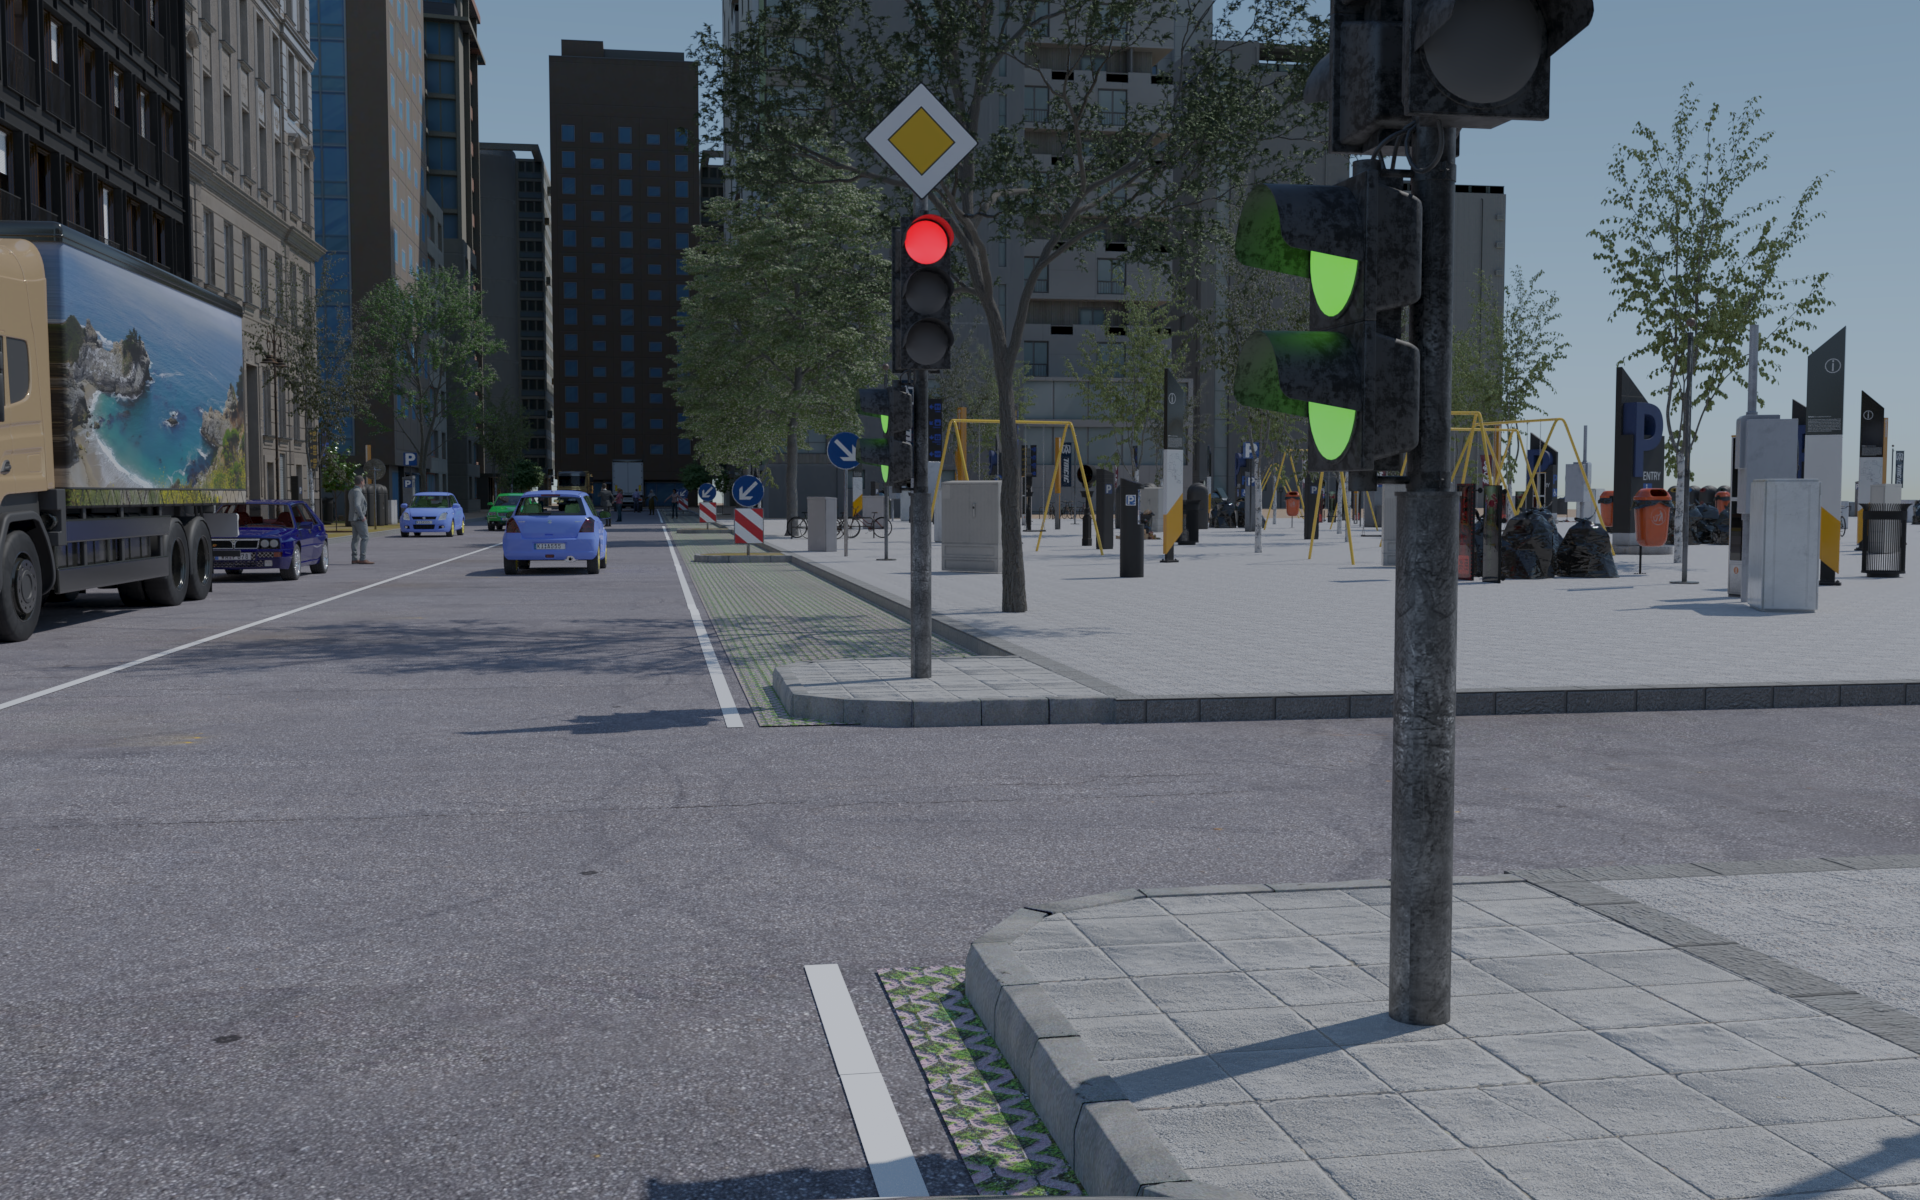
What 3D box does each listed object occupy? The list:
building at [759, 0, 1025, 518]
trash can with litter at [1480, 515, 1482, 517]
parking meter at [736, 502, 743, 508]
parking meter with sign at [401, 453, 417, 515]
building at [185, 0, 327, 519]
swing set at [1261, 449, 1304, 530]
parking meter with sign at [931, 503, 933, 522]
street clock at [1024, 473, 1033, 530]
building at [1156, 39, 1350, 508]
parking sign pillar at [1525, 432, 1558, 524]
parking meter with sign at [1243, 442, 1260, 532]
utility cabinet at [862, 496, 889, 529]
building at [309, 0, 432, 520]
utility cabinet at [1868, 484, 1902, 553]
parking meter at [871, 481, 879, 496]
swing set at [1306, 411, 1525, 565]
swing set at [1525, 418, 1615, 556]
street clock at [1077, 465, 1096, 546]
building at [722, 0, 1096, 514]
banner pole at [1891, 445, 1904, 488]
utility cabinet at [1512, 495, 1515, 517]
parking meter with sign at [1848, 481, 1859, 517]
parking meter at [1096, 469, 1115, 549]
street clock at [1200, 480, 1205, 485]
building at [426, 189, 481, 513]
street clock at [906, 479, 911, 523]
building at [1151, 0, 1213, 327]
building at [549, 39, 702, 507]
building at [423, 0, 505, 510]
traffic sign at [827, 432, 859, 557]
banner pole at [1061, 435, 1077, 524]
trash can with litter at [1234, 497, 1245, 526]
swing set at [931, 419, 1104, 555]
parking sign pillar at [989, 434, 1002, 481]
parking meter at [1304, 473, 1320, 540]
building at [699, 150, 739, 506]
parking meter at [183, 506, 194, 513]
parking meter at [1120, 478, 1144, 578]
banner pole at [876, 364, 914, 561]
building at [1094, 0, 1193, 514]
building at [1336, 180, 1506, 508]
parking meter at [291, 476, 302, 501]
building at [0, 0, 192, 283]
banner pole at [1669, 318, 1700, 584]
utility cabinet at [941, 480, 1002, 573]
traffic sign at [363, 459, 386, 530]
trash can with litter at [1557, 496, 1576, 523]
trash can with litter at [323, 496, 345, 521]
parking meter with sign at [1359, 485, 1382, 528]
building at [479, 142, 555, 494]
[{"bbox_3d":[-4.443,-25.384,98.621,14.154,41.232,14.086,-1,4,-10],"label":"building"},{"bbox_3d":[28.439,-4.959,92.135,2.233,1.210,1.678,2,4,28],"label":"trash can with litter"},{"bbox_3d":[-9.913,-4.441,78.326,0.399,1.863,0.255,-3,5,-41],"label":"parking meter"},{"bbox_3d":[-22.935,-4.632,72.000,0.543,3.016,1.738,-1,4,-11],"label":"parking meter with sign"},{"bbox_3d":[-29.468,-15.886,56.992,12.463,27.353,25.104,-1,4,-10],"label":"building"},{"bbox_3d":[12.580,-3.869,60.878,3.119,2.851,2.862,-1,4,-23],"label":"swing set"},{"bbox_3d":[-1.281,-5.042,78.704,1.738,3.016,0.543,-1,4,-10],"label":"parking meter with sign"},{"bbox_3d":[2.362,-3.371,59.682,0.358,2.002,0.471,0,4,7],"label":"street clock"},{"bbox_3d":[26.848,-29.186,160.791,14.086,41.232,14.154,-1,4,-10],"label":"building"},{"bbox_3d":[25.252,-5.303,75.170,1.447,3.967,1.447,-3,5,-40],"label":"parking sign pillar"},{"bbox_3d":[9.990,-3.843,59.094,0.543,3.016,1.738,1,4,14],"label":"parking meter with sign"},{"bbox_3d":[-3.087,-3.193,63.375,1.020,1.237,0.306,3,4,37],"label":"utility cabinet"},{"bbox_3d":[-35.530,-26.835,88.856,14.600,45.320,14.200,-1,4,-10],"label":"building"},{"bbox_3d":[19.966,-1.757,37.402,0.318,1.500,1.173,3,5,44],"label":"utility cabinet"},{"bbox_3d":[-3.928,-4.539,79.925,0.255,1.863,0.399,2,4,29],"label":"parking meter"},{"bbox_3d":[8.531,-2.152,32.799,3.119,2.851,2.862,0,4,-5],"label":"swing set"},{"bbox_3d":[11.794,-2.405,36.940,2.862,2.851,3.119,-1,4,-18],"label":"swing set"},{"bbox_3d":[3.137,-2.335,42.748,0.471,2.002,0.358,3,4,36],"label":"street clock"},{"bbox_3d":[-6.096,-34.151,147.601,28.713,52.752,27.495,-1,4,-10],"label":"building"},{"bbox_3d":[47.388,-5.973,87.674,0.863,3.779,0.401,0,4,-6],"label":"banner pole"},{"bbox_3d":[25.022,-4.177,79.462,1.020,1.237,0.306,2,4,28],"label":"utility cabinet"},{"bbox_3d":[50.899,-6.206,97.731,1.738,3.016,0.543,-1,4,-11],"label":"parking meter with sign"},{"bbox_3d":[3.371,-2.111,40.225,0.399,1.863,0.255,-3,5,-40],"label":"parking meter"},{"bbox_3d":[12.609,-5.232,90.112,0.358,2.002,0.471,1,4,19],"label":"street clock"},{"bbox_3d":[-46.231,-16.186,109.677,27.650,21.520,28.899,-1,4,-10],"label":"building"},{"bbox_3d":[-2.153,-4.434,77.067,0.471,2.002,0.358,1,4,18],"label":"street clock"},{"bbox_3d":[10.285,-39.425,186.604,28.212,58.520,21.231,-1,4,-10],"label":"building"},{"bbox_3d":[-33.658,-32.123,175.327,14.200,45.320,14.600,-1,4,-10],"label":"building"},{"bbox_3d":[-52.798,-29.876,143.091,28.867,44.769,22.147,-1,4,-10],"label":"building"},{"bbox_3d":[-2.343,-2.166,35.526,0.768,2.556,0.104,0,4,-7],"label":"traffic sign"},{"bbox_3d":[4.664,-5.108,73.533,0.863,3.779,0.401,1,4,20],"label":"banner pole"},{"bbox_3d":[11.221,-3.583,69.964,0.624,1.170,1.055,-1,4,-20],"label":"trash can with litter"},{"bbox_3d":[0.992,-2.396,36.798,3.119,2.851,2.862,-2,4,-27],"label":"swing set"},{"bbox_3d":[1.594,-5.381,76.454,1.447,3.967,1.447,0,4,-7],"label":"parking sign pillar"},{"bbox_3d":[9.948,-2.644,48.933,0.399,1.863,0.255,-1,4,-17],"label":"parking meter"},{"bbox_3d":[-16.517,-30.353,188.151,23.993,40.220,32.217,-1,4,-10],"label":"building"},{"bbox_3d":[-16.200,-1.698,36.168,0.372,1.533,0.369,0,3,0],"label":"parking meter"},{"bbox_3d":[2.650,-1.117,26.674,0.372,1.533,0.369,0,3,0],"label":"parking meter"},{"bbox_3d":[-1.194,-2.651,33.367,0.863,3.779,0.401,0,4,-1],"label":"banner pole"},{"bbox_3d":[-1.191,-32.499,120.598,28.713,52.752,27.495,-1,4,-10],"label":"building"},{"bbox_3d":[41.593,-23.957,163.390,14.107,30.474,14.160,-1,4,-10],"label":"building"},{"bbox_3d":[-21.332,-3.059,55.721,0.255,1.863,0.399,0,4,-2],"label":"parking meter"},{"bbox_3d":[-25.173,-12.688,37.124,12.332,23.373,15.834,-1,4,-10],"label":"building"},{"bbox_3d":[10.300,-2.109,24.501,0.401,3.779,0.863,1,4,21],"label":"banner pole"},{"bbox_3d":[0.236,-1.199,28.280,1.173,1.500,0.318,3,4,38],"label":"utility cabinet"},{"bbox_3d":[-21.102,-3.813,62.449,0.768,2.556,0.104,-1,4,-10],"label":"traffic sign"},{"bbox_3d":[27.777,-4.138,78.720,2.233,1.210,1.678,0,4,1],"label":"trash can with litter"},{"bbox_3d":[-29.492,-4.297,81.647,1.055,1.170,0.624,-2,4,-28],"label":"trash can with litter"},{"bbox_3d":[15.994,-4.328,67.017,0.543,3.016,1.738,-1,4,-22],"label":"parking meter with sign"},{"bbox_3d":[-54.990,-29.933,181.291,23.993,40.220,32.217,-1,4,-10],"label":"building"}]
